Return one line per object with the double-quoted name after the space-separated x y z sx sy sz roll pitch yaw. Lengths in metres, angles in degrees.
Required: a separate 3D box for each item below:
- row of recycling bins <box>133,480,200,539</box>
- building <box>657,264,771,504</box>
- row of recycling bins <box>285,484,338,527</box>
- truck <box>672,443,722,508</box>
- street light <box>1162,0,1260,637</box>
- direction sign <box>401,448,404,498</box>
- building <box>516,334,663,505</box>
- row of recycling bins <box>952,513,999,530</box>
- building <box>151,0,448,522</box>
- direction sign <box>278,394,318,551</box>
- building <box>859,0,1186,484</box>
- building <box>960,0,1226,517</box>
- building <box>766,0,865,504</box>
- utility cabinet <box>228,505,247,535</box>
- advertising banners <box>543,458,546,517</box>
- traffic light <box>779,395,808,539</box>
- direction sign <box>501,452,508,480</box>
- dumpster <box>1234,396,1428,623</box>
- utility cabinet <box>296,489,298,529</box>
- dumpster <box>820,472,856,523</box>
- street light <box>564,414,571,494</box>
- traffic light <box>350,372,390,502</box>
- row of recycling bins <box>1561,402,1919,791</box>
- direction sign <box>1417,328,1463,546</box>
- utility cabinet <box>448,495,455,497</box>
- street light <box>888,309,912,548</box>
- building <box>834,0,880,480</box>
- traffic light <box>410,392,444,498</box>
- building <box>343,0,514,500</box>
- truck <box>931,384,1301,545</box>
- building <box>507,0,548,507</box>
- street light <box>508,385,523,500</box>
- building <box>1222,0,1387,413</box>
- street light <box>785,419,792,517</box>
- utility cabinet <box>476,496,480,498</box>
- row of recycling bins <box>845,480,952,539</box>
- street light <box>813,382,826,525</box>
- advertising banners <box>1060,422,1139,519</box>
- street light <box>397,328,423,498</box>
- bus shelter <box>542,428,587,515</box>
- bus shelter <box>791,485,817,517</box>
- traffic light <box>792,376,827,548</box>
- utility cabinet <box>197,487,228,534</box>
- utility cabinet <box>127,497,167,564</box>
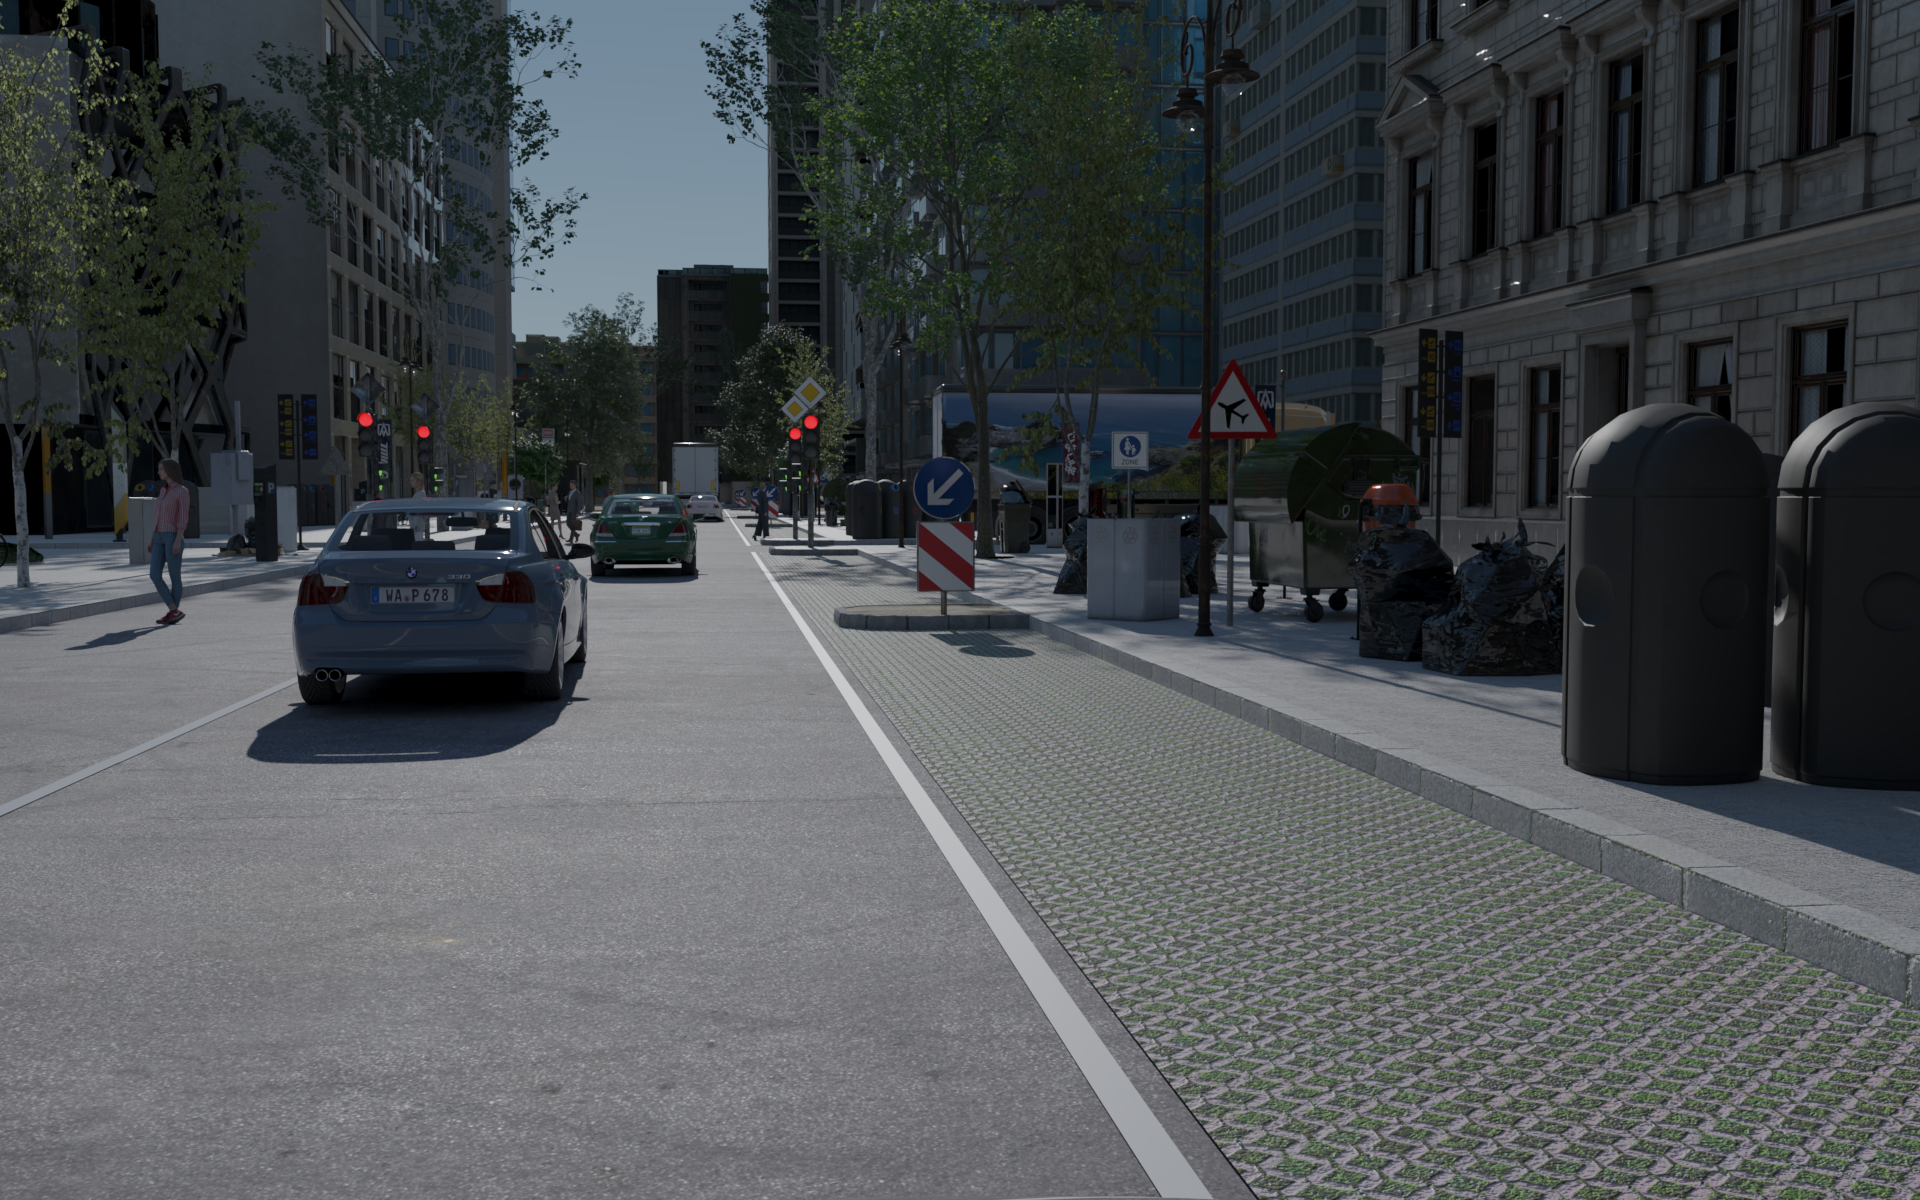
-23.300 -2.678 50.898 1.069 1.692 3.534 -3 5 -43 "row of recycling bins"
-31.467 -27.485 221.081 14.107 30.474 14.160 0 4 -8 "building"
-26.086 -3.817 69.520 1.069 1.692 3.534 0 4 6 "row of recycling bins"
-15.325 -6.855 100.987 2.839 4.237 11.283 0 4 -7 "truck"
2.208 -2.612 15.490 0.468 5.910 1.993 0 4 -8 "street light"
-27.469 -5.708 85.325 0.379 3.537 0.876 -1 4 -12 "direction sign"
-53.684 -23.231 224.870 28.899 21.520 27.650 0 4 -8 "building"
-0.006 -3.341 61.735 3.534 1.692 1.069 -2 4 -23 "row of recycling bins"
-39.768 -17.560 91.625 19.350 26.468 34.151 0 4 -8 "building"
-15.013 -2.895 39.333 0.876 3.537 0.379 0 4 0 "direction sign"
3.679 -32.474 150.552 23.786 49.044 30.456 0 4 -8 "building"
7.882 -29.944 109.193 23.786 49.044 30.456 0 4 -8 "building"
-14.492 -48.174 225.895 20.611 71.187 20.563 0 4 -8 "building"
-22.299 -2.625 54.074 1.020 1.237 0.306 -2 4 -27 "utility cabinet"
-19.986 -5.333 83.385 0.090 3.025 2.074 -1 4 -10 "advertising banners"
-4.707 -3.689 49.228 0.839 4.253 0.868 0 4 -8 "traffic light"
-24.789 -6.262 94.382 0.379 3.537 0.876 0 4 6 "direction sign"
3.822 -0.950 18.028 1.502 2.255 1.985 0 4 -8 "dumpster"
-24.042 -3.274 62.210 0.318 1.500 1.173 -2 4 -29 "utility cabinet"
-5.405 -4.551 76.897 1.502 2.255 1.985 0 4 -8 "dumpster"
-22.601 -7.771 99.840 0.468 5.910 1.993 0 4 -8 "street light"
-13.594 -3.117 39.891 0.839 4.253 0.868 0 4 -8 "traffic light"
4.590 -0.043 7.809 3.534 1.692 1.069 0 4 5 "row of recycling bins"
6.637 -1.956 23.985 0.876 3.537 0.379 -2 4 -34 "direction sign"
-33.313 -6.260 113.507 1.020 1.237 0.306 0 4 6 "utility cabinet"
-1.402 -4.188 41.264 0.468 5.910 1.993 0 4 -8 "street light"
2.109 -36.151 180.305 28.713 52.752 27.495 0 4 -8 "building"
-14.716 -3.601 47.797 0.839 4.253 0.868 0 4 -8 "traffic light"
-46.858 -36.112 132.430 21.231 58.520 28.212 0 4 -8 "building"
4.957 -3.498 46.108 11.283 4.237 2.839 0 4 -7 "truck"
-57.573 -52.665 173.742 31.000 86.520 22.319 0 4 -8 "building"
-18.896 -6.172 73.694 0.468 5.910 1.993 0 4 -8 "street light"
24.944 -23.180 70.869 23.993 40.220 32.217 0 4 -8 "building"
-9.525 -7.605 97.126 0.468 5.910 1.993 0 4 -8 "street light"
-20.551 -3.809 73.446 0.306 1.237 1.020 -2 4 -25 "utility cabinet"
-1.835 -2.642 50.313 1.069 1.692 3.534 3 5 39 "row of recycling bins"
-5.814 -6.033 71.431 0.468 5.910 1.993 0 4 -8 "street light"
3.356 -2.800 41.966 2.074 3.025 0.090 2 4 29 "advertising banners"
-15.297 -4.619 48.307 0.468 5.910 1.993 0 4 -8 "street light"
-24.770 -8.002 108.458 2.179 5.291 8.768 0 4 -8 "bus shelter"
-9.325 -6.741 101.493 1.731 3.624 6.357 0 4 -8 "bus shelter"
-3.585 -3.205 41.322 0.839 4.253 0.868 0 4 -8 "traffic light"
-23.900 -2.853 55.317 1.173 1.500 0.318 -2 4 -26 "utility cabinet"
-15.041 -1.281 32.111 0.306 1.237 1.020 0 4 -1 "utility cabinet"
